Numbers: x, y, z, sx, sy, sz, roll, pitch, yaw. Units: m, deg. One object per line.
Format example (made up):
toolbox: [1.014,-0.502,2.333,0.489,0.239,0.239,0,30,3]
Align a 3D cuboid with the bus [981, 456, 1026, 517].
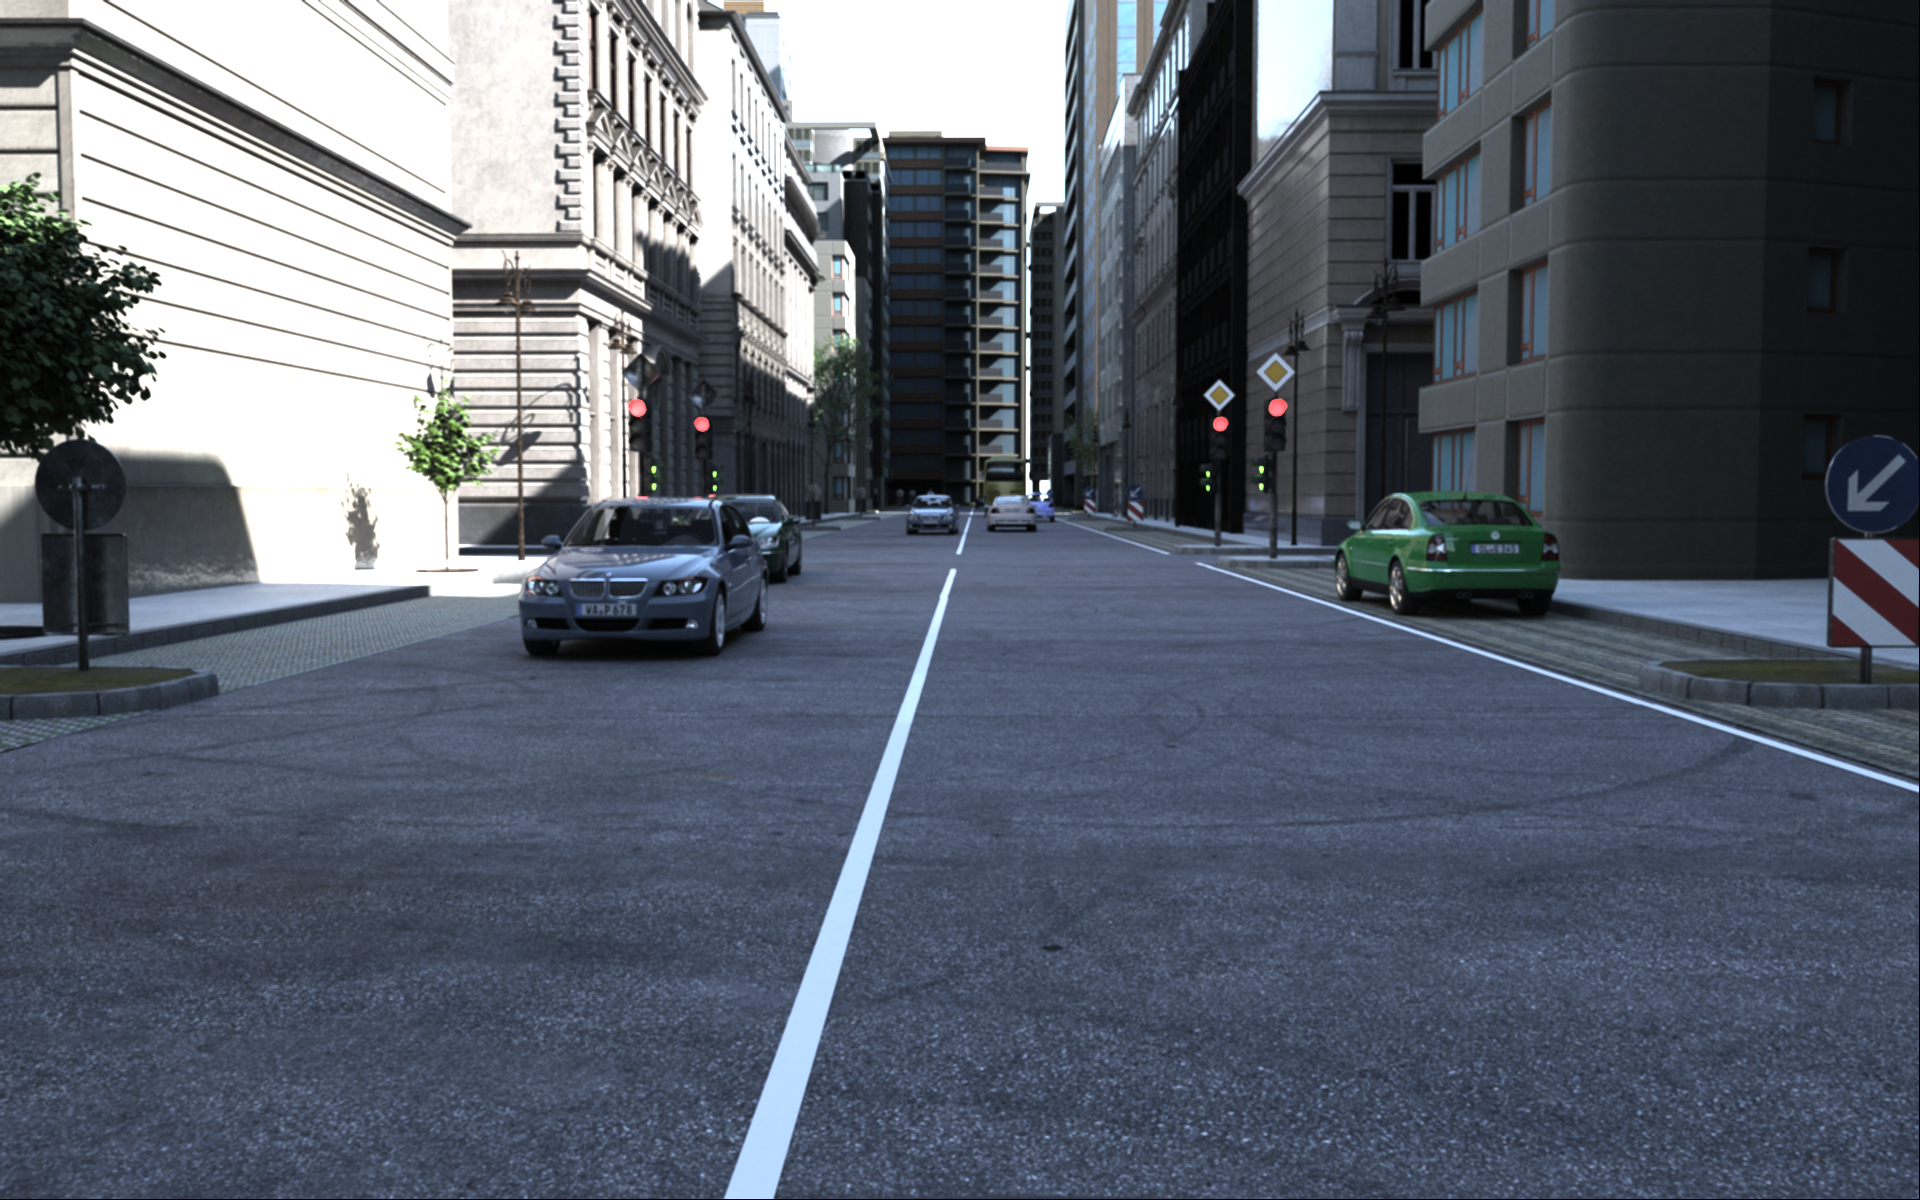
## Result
bus: [2.785,-7.298,110.864,2.896,3.916,12.252,0,4,1]

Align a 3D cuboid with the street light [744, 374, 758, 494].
street light: [-8.117,-5.761,66.987,0.468,5.910,1.993,0,4,1]

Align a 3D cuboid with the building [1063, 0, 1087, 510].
building: [20.201,-32.219,150.478,21.300,48.544,21.600,0,4,1]

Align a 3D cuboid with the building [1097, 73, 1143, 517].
building: [15.277,-17.708,107.546,12.078,24.808,19.932,0,4,1]

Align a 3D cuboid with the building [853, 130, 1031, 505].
building: [-5.997,-34.051,211.352,28.867,44.769,22.147,0,4,1]

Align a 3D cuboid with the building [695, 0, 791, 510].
building: [-12.787,-13.597,71.456,9.793,20.994,18.267,0,4,1]

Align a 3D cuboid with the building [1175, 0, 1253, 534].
building: [15.004,-14.292,63.358,12.332,23.373,15.834,0,4,1]

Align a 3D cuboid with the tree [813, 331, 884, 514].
tree: [-8.421,-11.276,110.124,9.928,11.665,9.643,0,3,0]

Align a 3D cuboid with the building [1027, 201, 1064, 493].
building: [20.486,-32.093,216.608,23.993,40.220,32.217,0,4,1]

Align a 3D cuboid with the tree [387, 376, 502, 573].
tree: [-8.332,-2.073,28.500,1.663,3.219,1.824,0,3,0]

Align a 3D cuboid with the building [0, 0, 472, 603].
building: [-24.381,-11.849,27.012,30.059,22.955,16.112,0,4,1]

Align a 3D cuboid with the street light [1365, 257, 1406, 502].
street light: [8.324,-3.745,34.018,0.468,5.910,1.993,0,4,1]

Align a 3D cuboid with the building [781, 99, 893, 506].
building: [-19.091,-29.651,176.679,23.993,40.220,32.217,0,4,1]

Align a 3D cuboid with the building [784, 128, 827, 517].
building: [-14.801,-15.353,92.829,13.314,21.916,24.055,0,4,1]

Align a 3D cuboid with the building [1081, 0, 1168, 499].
building: [16.768,-29.474,132.005,14.600,45.320,14.200,0,4,1]

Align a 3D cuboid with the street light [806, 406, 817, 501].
street light: [-7.811,-7.251,91.348,0.468,5.910,1.993,0,4,1]

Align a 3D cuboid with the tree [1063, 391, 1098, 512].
tree: [9.333,-10.416,120.668,4.737,8.622,4.395,0,3,0]

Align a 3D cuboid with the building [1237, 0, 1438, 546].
building: [18.646,-16.013,47.710,20.117,28.700,13.634,0,4,1]

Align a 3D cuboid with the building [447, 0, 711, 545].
building: [-14.139,-13.650,52.059,11.050,23.489,19.941,0,4,1]

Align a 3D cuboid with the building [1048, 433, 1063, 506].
building: [20.864,-52.776,175.565,22.319,86.520,31.000,0,4,1]

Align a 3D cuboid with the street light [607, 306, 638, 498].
street light: [-8.302,-4.280,42.764,0.468,5.910,1.993,0,4,1]

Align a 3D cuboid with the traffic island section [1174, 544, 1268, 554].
traffic island section: [6.346,-1.237,42.501,2.009,0.180,2.903,0,4,1]

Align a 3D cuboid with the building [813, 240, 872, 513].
building: [-21.439,-17.598,132.771,27.650,21.520,28.899,0,4,1]

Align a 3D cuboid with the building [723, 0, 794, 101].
building: [-34.536,-40.929,211.193,28.212,58.520,21.231,0,4,1]

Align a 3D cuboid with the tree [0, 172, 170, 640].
tree: [-9.038,-1.953,15.647,4.285,4.588,4.351,0,3,0]

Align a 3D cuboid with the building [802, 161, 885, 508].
building: [-14.164,-23.397,154.246,14.160,30.474,14.107,0,4,1]

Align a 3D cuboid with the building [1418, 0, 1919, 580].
building: [22.844,-10.674,19.566,27.650,21.520,28.899,0,4,1]

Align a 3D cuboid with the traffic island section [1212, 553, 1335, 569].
traffic island section: [6.264,-0.748,34.517,2.009,0.180,2.903,0,4,1]

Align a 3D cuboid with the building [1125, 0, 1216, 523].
building: [15.256,-17.546,84.146,12.463,27.353,25.104,0,4,1]

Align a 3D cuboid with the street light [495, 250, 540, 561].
street light: [-8.418,-3.688,33.079,0.468,5.910,1.993,0,4,1]
